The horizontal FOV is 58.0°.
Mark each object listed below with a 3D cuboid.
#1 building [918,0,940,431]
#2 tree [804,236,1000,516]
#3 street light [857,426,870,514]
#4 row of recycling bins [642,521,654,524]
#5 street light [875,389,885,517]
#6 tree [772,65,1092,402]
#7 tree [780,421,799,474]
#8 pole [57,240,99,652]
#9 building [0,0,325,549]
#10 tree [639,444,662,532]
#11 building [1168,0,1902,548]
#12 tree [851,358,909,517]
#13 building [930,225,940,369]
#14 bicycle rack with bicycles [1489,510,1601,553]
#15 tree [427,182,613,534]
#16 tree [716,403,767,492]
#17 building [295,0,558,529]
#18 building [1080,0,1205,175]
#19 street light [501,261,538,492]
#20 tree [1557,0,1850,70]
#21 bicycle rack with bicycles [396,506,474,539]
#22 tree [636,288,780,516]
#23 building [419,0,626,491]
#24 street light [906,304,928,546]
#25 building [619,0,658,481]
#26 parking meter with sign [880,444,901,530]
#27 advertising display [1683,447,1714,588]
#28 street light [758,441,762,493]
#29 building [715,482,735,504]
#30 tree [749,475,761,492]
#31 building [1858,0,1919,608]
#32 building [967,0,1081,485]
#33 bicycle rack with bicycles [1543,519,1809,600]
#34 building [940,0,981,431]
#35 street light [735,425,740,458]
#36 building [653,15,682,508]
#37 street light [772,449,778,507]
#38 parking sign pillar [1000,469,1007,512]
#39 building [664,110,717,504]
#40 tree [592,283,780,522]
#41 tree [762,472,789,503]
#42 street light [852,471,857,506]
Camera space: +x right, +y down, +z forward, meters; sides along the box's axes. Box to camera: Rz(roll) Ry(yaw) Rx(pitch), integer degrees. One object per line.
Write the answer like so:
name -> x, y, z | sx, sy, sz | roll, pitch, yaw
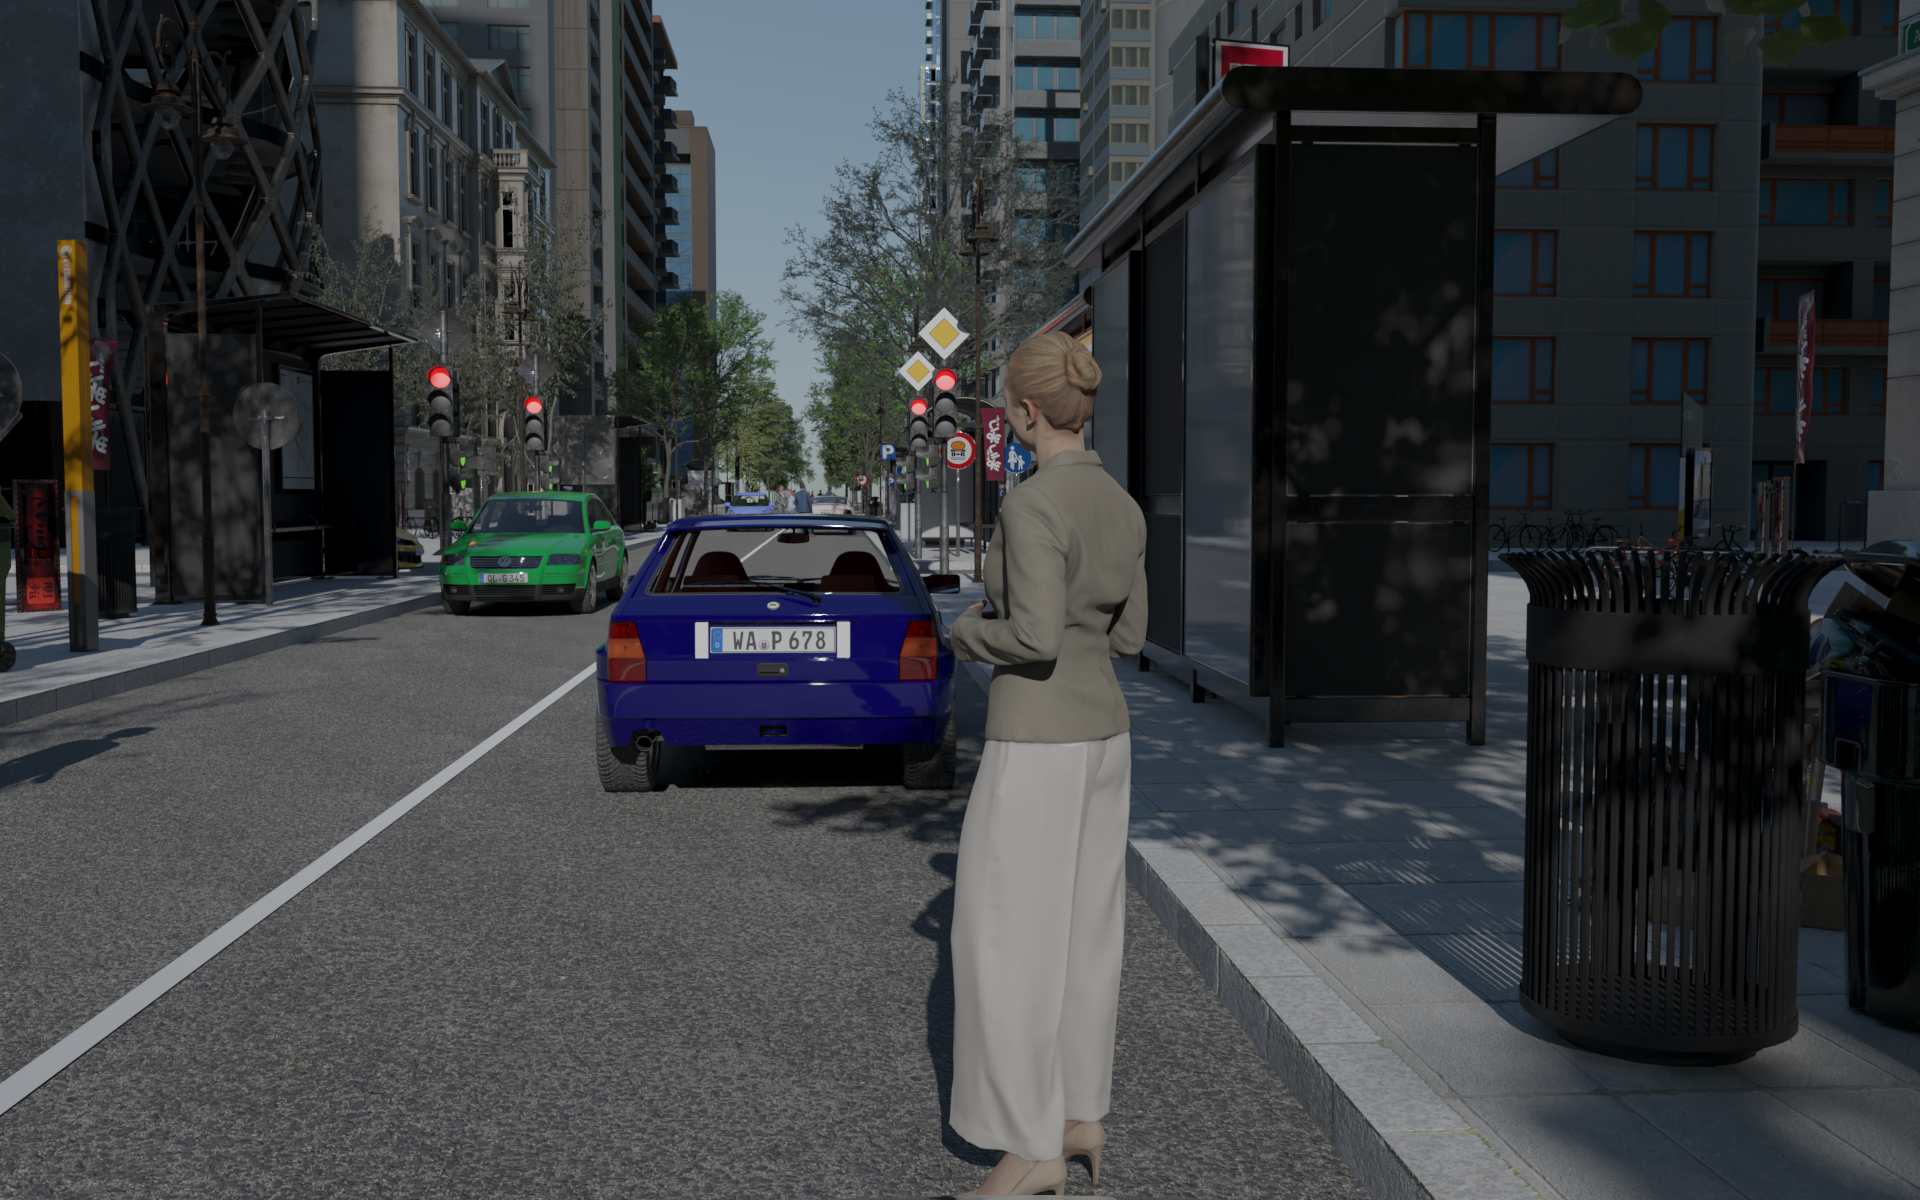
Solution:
building -> 2.818, -57.474, 252.371 | 22.319, 86.520, 31.000 | 0, 4, -4
tree -> -1.887, -8.799, 69.612 | 9.928, 11.665, 9.643 | 0, 3, 0
street light -> -6.552, -8.860, 117.655 | 0.468, 5.910, 1.993 | 0, 4, -4
row of recycling bins -> -13.935, -4.211, 75.960 | 1.069, 1.692, 3.534 | 0, 4, -3
street light -> -3.481, -6.301, 75.808 | 0.468, 5.910, 1.993 | 0, 4, -4
tree -> -0.536, -8.581, 50.672 | 12.009, 13.543, 11.850 | 0, 3, 0
tree -> -20.430, -15.192, 182.809 | 7.601, 10.594, 8.767 | 0, 4, 2
pole -> -7.151, -1.236, 14.045 | 0.158, 3.312, 0.155 | 0, 3, 0
building -> -26.919, -11.036, 47.897 | 16.820, 18.784, 16.811 | 0, 4, -4
tree -> -10.932, -3.895, 58.292 | 1.663, 3.219, 1.824 | 0, 3, 0
building -> 23.508, -12.835, 54.892 | 28.899, 21.520, 27.650 | 0, 4, -4
tree -> -3.748, -8.545, 90.077 | 4.360, 8.622, 3.978 | 0, 3, 0
building -> 8.897, -32.650, 225.704 | 32.217, 40.220, 23.993 | 0, 4, -4
bicycle rack with bicycles -> 13.249, -1.483, 37.628 | 2.852, 0.926, 2.925 | -2, 4, -25
tree -> -10.019, -5.547, 41.055 | 4.360, 8.622, 3.978 | 0, 3, 0
tree -> -16.484, -11.083, 131.572 | 4.737, 8.622, 4.395 | 0, 3, 0
building -> -26.730, -15.929, 79.531 | 14.460, 24.649, 34.723 | 0, 4, -4
building -> 19.842, -24.876, 98.609 | 32.217, 40.220, 23.993 | 0, 4, -4
street light -> -8.754, -3.779, 34.577 | 0.468, 5.910, 1.993 | 0, 4, -4
tree -> 2.620, -5.088, 1.322 | 7.486, 12.596, 7.792 | 0, 3, 0
bicycle rack with bicycles -> -14.901, -2.242, 50.045 | 2.852, 0.926, 2.925 | -3, 5, -43
tree -> -12.622, -9.841, 86.652 | 9.928, 11.665, 9.643 | 0, 3, 0
building -> -30.086, -26.324, 113.993 | 14.154, 41.232, 14.086 | 0, 4, -4
street light -> -1.058, -4.257, 42.389 | 0.468, 5.910, 1.993 | 0, 4, -4
building -> -34.970, -31.044, 131.269 | 21.300, 48.544, 21.600 | 0, 4, -4
parking meter with sign -> -2.369, -3.979, 61.314 | 0.543, 3.016, 1.738 | 1, 4, 10
advertising display -> 10.234, -1.150, 24.014 | 0.123, 1.923, 0.974 | 3, 4, 37
street light -> -16.639, -10.449, 143.621 | 0.468, 5.910, 1.993 | 0, 4, -4
building -> -49.015, -34.083, 249.138 | 32.217, 40.220, 23.993 | 0, 4, -4
tree -> -18.506, -9.879, 156.129 | 1.663, 3.219, 1.824 | 0, 3, 0
building -> 16.766, -13.443, 7.183 | 14.401, 28.519, 23.554 | 0, 4, -4
building -> 12.222, -31.464, 134.048 | 23.786, 49.044, 30.456 | 0, 4, -4
bicycle rack with bicycles -> 8.836, -0.469, 21.053 | 2.925, 0.926, 2.852 | 1, 4, 12
building -> 8.584, -37.973, 162.851 | 21.231, 58.520, 28.212 | 0, 4, -4
street light -> -14.225, -8.402, 110.161 | 0.468, 5.910, 1.993 | 0, 4, -4
building -> -37.095, -30.695, 156.483 | 22.147, 44.769, 28.867 | 0, 4, -4
street light -> -19.201, -12.518, 177.458 | 0.468, 5.910, 1.993 | 0, 4, -4
parking sign pillar -> 2.294, -6.146, 88.958 | 1.447, 3.967, 1.447 | 3, 5, 41
building -> -36.364, -34.003, 206.051 | 14.600, 45.320, 14.200 | 0, 4, -4
tree -> -12.718, -8.671, 76.176 | 7.601, 10.594, 8.767 | 0, 4, 6
tree -> -24.133, -15.136, 231.191 | 4.285, 4.588, 4.351 | 0, 3, 0
street light -> -8.955, -10.875, 150.588 | 0.468, 5.910, 1.993 | 0, 4, -4
